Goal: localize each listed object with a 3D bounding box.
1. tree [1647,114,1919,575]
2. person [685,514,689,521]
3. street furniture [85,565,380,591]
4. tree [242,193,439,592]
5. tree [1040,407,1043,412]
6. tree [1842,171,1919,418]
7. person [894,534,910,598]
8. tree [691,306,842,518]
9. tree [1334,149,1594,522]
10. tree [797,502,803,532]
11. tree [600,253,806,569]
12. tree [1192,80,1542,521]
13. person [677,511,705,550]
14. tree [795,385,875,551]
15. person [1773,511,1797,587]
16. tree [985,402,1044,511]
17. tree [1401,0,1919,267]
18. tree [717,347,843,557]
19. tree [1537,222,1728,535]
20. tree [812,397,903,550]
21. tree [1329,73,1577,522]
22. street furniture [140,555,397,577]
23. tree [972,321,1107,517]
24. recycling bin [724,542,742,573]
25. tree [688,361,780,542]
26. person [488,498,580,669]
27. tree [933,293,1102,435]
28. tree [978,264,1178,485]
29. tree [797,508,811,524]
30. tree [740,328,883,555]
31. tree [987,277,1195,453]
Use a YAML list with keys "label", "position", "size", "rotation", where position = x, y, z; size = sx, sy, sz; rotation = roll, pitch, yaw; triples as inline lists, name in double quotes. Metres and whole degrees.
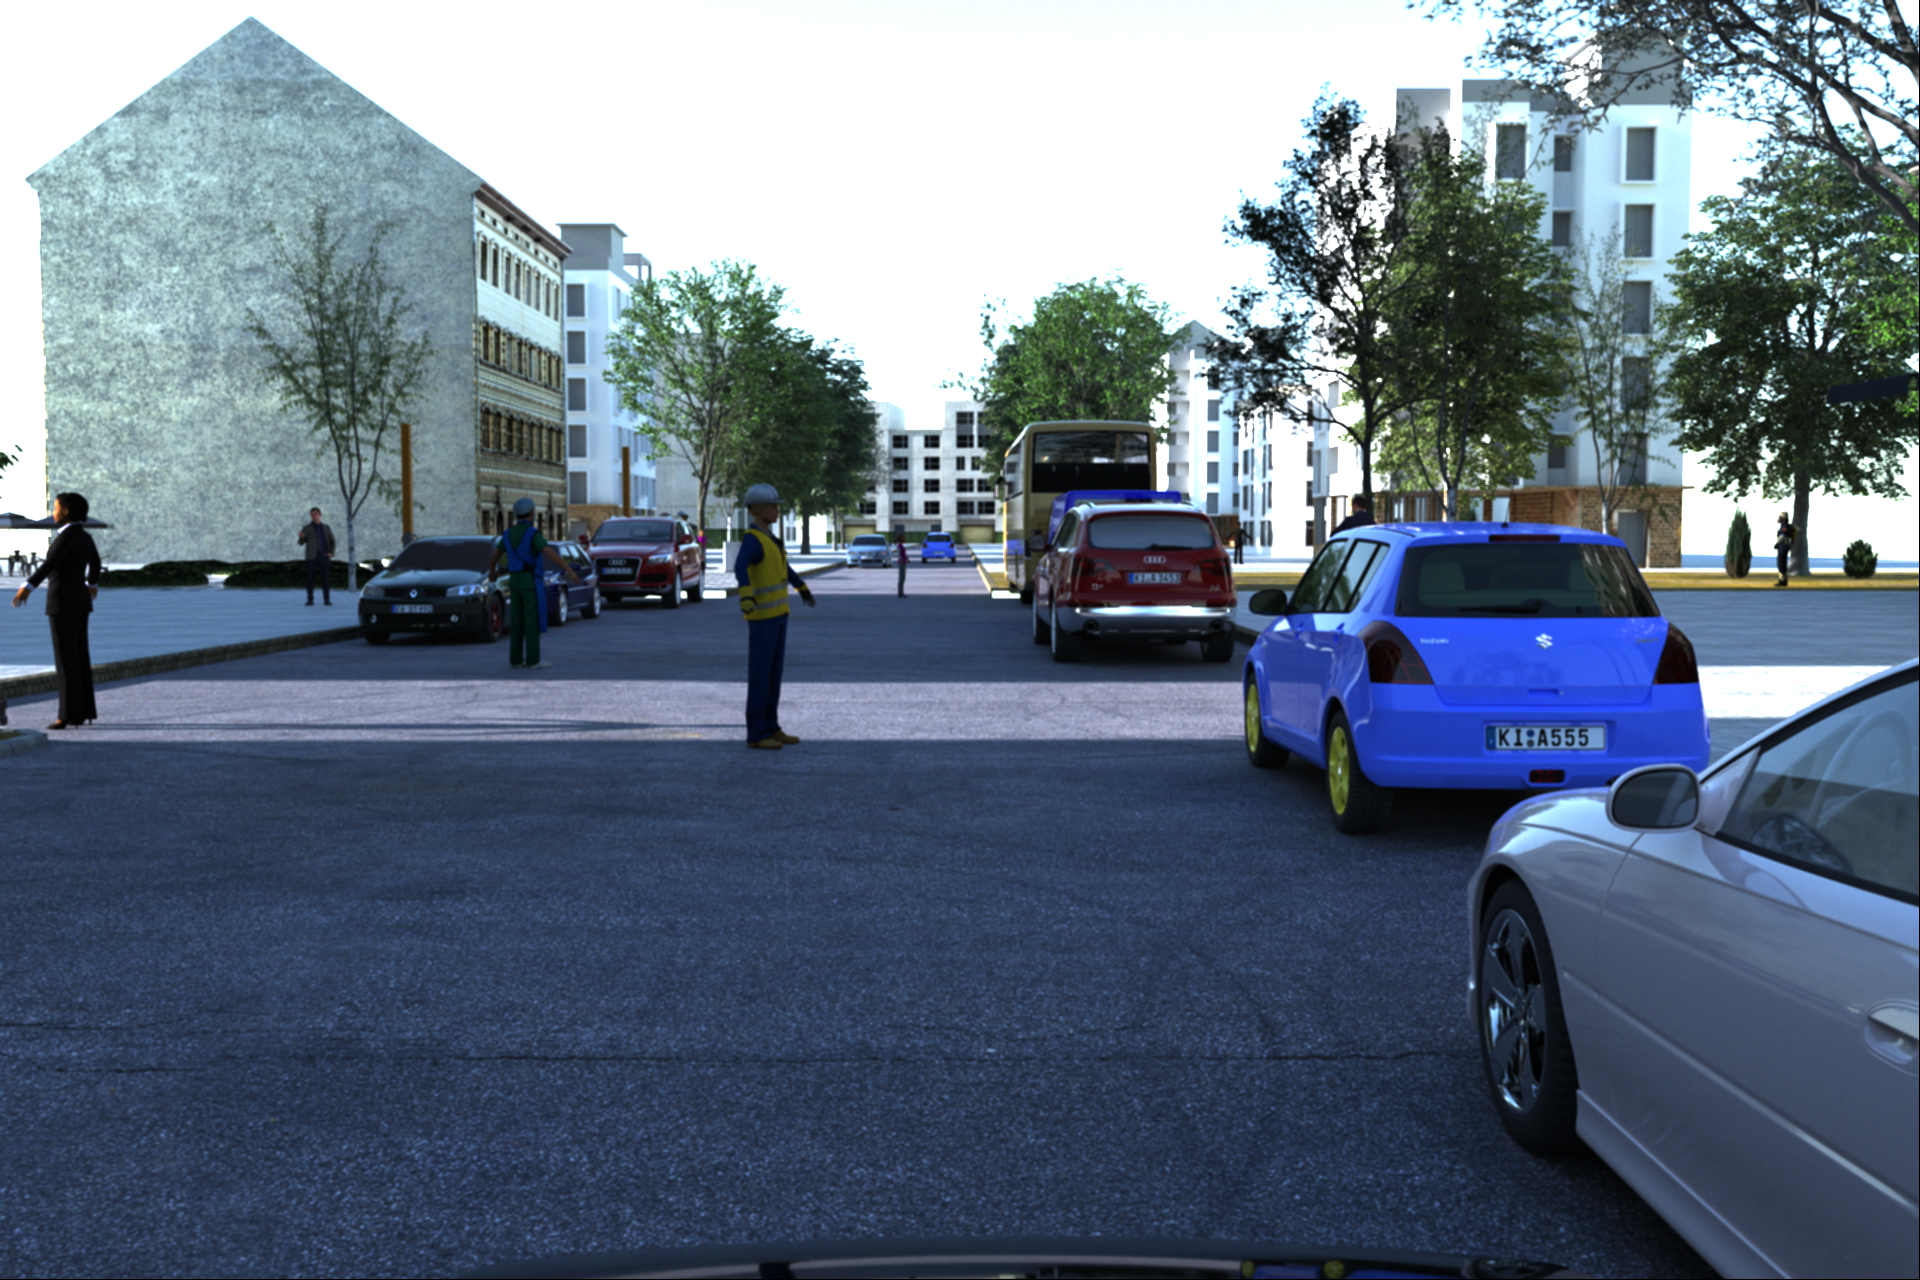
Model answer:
- label: "tree"
  position: [26.431, -9.016, 54.074]
  size: [9.857, 13.997, 8.962]
  rotation: [0, 3, 0]
- label: "person"
  position: [-7.107, -2.351, 44.372]
  size: [0.705, 1.837, 1.347]
  rotation: [-1, 4, -11]
- label: "street furniture"
  position: [-15.622, -1.621, 42.126]
  size: [10.072, 0.657, 5.734]
  rotation: [1, 4, 16]
- label: "tree"
  position: [-13.428, -5.368, 38.135]
  size: [4.360, 8.622, 3.978]
  rotation: [0, 3, 0]
- label: "tree"
  position: [5.077, -8.698, 92.581]
  size: [4.360, 8.622, 3.978]
  rotation: [0, 3, 0]
- label: "tree"
  position: [25.799, -7.138, 42.458]
  size: [9.928, 11.665, 9.643]
  rotation: [0, 3, 0]
- label: "person"
  position: [-1.256, -1.675, 39.116]
  size: [0.599, 1.433, 0.991]
  rotation: [0, 4, 8]
- label: "tree"
  position: [-9.727, -10.266, 85.970]
  size: [7.486, 12.596, 7.792]
  rotation: [0, 3, 0]
- label: "tree"
  position: [14.863, -8.179, 51.859]
  size: [7.486, 12.596, 7.792]
  rotation: [0, 3, 0]
- label: "tree"
  position: [-21.242, -17.141, 230.621]
  size: [4.737, 8.622, 4.395]
  rotation: [0, 3, 0]
- label: "tree"
  position: [-9.375, -8.429, 63.564]
  size: [9.928, 11.665, 9.643]
  rotation: [0, 3, 0]
- label: "tree"
  position: [8.359, -6.228, 36.244]
  size: [7.601, 10.594, 8.767]
  rotation: [1, 4, 9]
- label: "person"
  position: [-6.589, -2.149, 41.103]
  size: [1.349, 1.833, 0.705]
  rotation: [3, 4, 38]
- label: "tree"
  position: [-9.822, -13.046, 131.436]
  size: [7.486, 12.596, 7.792]
  rotation: [0, 3, 0]
- label: "person"
  position: [20.111, -2.239, 42.385]
  size: [0.705, 1.856, 1.354]
  rotation: [2, 4, 31]
- label: "tree"
  position: [5.285, -12.584, 123.870]
  size: [7.486, 12.596, 7.792]
  rotation: [0, 3, 0]
- label: "tree"
  position: [8.496, -6.343, 14.074]
  size: [12.009, 13.543, 11.850]
  rotation: [0, 3, 0]
- label: "tree"
  position: [-10.074, -10.427, 96.239]
  size: [9.928, 11.665, 9.643]
  rotation: [0, 3, 0]
- label: "tree"
  position: [15.417, -5.568, 41.392]
  size: [4.360, 8.622, 3.978]
  rotation: [0, 3, 0]
- label: "tree"
  position: [-9.811, -14.205, 142.623]
  size: [12.009, 13.543, 11.850]
  rotation: [0, 3, 0]
- label: "tree"
  position: [7.958, -4.749, 28.013]
  size: [4.360, 8.622, 3.978]
  rotation: [0, 3, 0]
- label: "street furniture"
  position: [-20.656, -2.310, 53.387]
  size: [10.072, 0.657, 5.734]
  rotation: [3, 5, 43]
- label: "tree"
  position: [5.309, -11.976, 102.462]
  size: [9.857, 13.997, 8.962]
  rotation: [0, 3, 0]
- label: "recycling bin"
  position: [-7.486, -2.771, 57.861]
  size: [0.722, 1.027, 0.722]
  rotation: [0, 4, 1]
- label: "tree"
  position: [-9.923, -7.545, 73.722]
  size: [4.360, 8.622, 3.978]
  rotation: [0, 3, 0]
- label: "person"
  position: [-4.614, -0.607, 18.507]
  size: [1.347, 1.817, 0.704]
  rotation: [2, 4, 33]
- label: "tree"
  position: [4.416, -17.224, 137.508]
  size: [12.611, 20.169, 13.585]
  rotation: [0, 3, 0]
- label: "tree"
  position: [5.600, -10.770, 82.741]
  size: [9.857, 13.997, 8.962]
  rotation: [0, 3, 0]
- label: "tree"
  position: [-20.406, -17.457, 235.781]
  size: [4.360, 8.622, 3.978]
  rotation: [0, 3, 0]
- label: "tree"
  position: [-9.753, -12.323, 108.140]
  size: [9.857, 13.997, 8.962]
  rotation: [0, 3, 0]
- label: "tree"
  position: [5.109, -8.759, 68.969]
  size: [9.928, 11.665, 9.643]
  rotation: [0, 3, 0]
